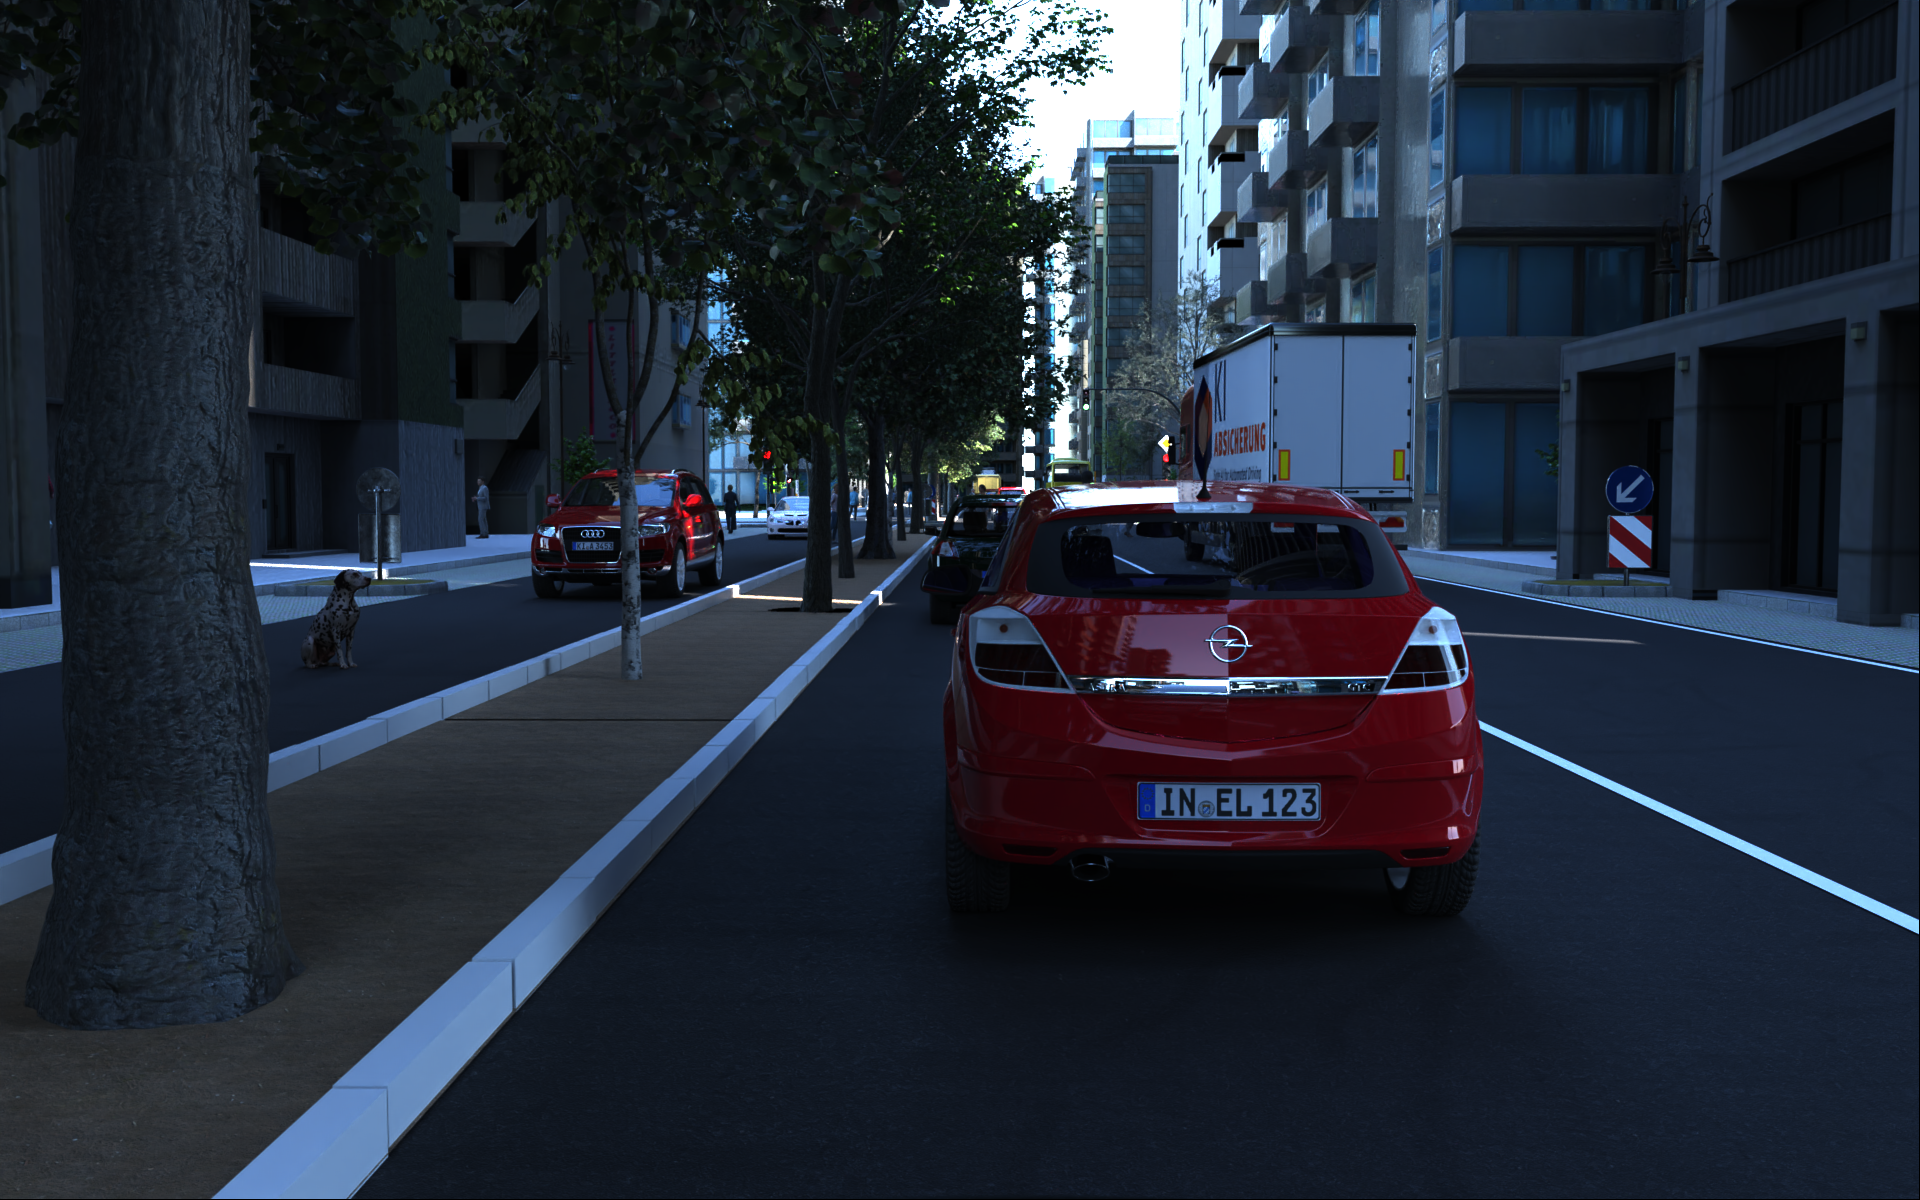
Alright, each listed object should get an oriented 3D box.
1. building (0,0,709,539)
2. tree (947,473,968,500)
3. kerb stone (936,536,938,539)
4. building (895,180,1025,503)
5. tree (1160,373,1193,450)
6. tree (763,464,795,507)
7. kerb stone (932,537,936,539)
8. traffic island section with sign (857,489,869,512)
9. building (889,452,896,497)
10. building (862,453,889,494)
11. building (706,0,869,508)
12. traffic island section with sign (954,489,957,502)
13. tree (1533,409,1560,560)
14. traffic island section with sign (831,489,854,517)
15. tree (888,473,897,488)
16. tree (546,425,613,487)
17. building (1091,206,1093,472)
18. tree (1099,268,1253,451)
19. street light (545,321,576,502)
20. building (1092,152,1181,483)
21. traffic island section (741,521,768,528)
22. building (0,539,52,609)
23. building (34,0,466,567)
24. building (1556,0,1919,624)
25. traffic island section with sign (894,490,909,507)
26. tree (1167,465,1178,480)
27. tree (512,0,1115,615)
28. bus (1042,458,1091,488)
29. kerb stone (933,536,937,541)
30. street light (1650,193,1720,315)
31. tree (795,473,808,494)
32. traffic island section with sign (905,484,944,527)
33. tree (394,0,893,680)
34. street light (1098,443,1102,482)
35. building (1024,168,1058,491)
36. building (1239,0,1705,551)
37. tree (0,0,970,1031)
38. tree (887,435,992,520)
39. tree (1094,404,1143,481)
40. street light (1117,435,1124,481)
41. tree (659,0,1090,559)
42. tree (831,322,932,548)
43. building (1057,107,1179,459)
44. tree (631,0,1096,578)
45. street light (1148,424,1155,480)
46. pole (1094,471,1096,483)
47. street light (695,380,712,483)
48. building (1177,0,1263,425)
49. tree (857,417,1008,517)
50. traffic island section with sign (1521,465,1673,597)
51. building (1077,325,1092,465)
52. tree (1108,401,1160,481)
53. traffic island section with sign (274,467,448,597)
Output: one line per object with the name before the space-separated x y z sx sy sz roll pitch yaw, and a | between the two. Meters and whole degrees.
building | -21.399 -26.834 62.438 21.600 48.544 21.300 0 4 1
tree | -0.969 -11.243 136.639 4.737 8.622 4.395 0 3 0
kerb stone | -0.771 -1.726 50.410 0.120 0.150 1.000 0 4 1
building | -1.643 -38.371 251.059 21.600 48.544 21.300 0 4 1
tree | 14.843 -9.453 104.913 4.360 8.622 3.978 0 3 0
tree | -11.423 -6.856 106.701 1.663 3.219 1.824 0 3 0
kerb stone | -0.800 -1.600 48.362 0.120 0.150 1.000 0 4 1
traffic island section with sign | -7.293 -7.712 134.725 1.989 1.847 2.006 0 4 1
building | -19.082 -48.006 223.150 20.611 71.187 20.563 0 4 1
building | -15.488 -31.290 195.192 14.154 41.232 14.086 0 4 1
building | -20.277 -33.819 172.550 23.786 49.044 30.456 0 4 1
traffic island section with sign | -0.613 -9.135 157.490 2.006 1.907 1.989 0 4 1
tree | 12.110 -2.394 33.737 1.663 3.219 1.824 0 3 0
traffic island section with sign | -7.602 -6.042 107.407 1.989 1.847 2.006 0 4 1
tree | -9.071 -13.674 207.280 4.285 4.588 4.351 0 3 0
tree | -10.498 -3.310 48.718 1.663 3.219 1.824 0 3 0
building | 19.565 -24.177 166.994 14.160 30.474 14.107 0 4 1
tree | 12.533 -11.200 93.497 12.009 13.543 11.850 0 3 0
street light | -10.648 -4.497 46.318 0.468 5.910 1.993 0 4 1
building | 19.278 -23.159 150.353 14.160 30.474 14.107 0 4 1
traffic island section | -8.297 -3.212 74.792 2.009 0.180 2.903 0 4 1
building | -21.358 -23.527 8.368 21.300 48.544 21.600 0 4 1
building | -19.192 -16.086 34.703 14.160 30.474 14.107 0 4 1
building | 19.955 -35.343 16.104 20.563 71.187 20.611 0 4 1
traffic island section with sign | -6.725 -10.795 185.122 1.989 1.847 2.006 0 4 1
tree | 14.270 -7.409 115.736 1.663 3.219 1.824 0 3 0
tree | -1.620 -5.646 20.524 9.928 11.665 9.643 0 3 0
bus | 7.170 -7.626 116.229 2.896 3.916 12.252 0 4 1
kerb stone | -0.787 -1.663 49.384 0.120 0.150 1.000 0 4 1
street light | 11.228 -3.314 26.979 0.468 5.910 1.993 0 4 1
tree | -12.525 -8.366 131.382 1.663 3.219 1.824 0 3 0
traffic island section with sign | -1.545 -4.086 74.950 2.006 1.907 1.989 0 4 1
tree | -2.490 -3.670 12.832 4.737 8.622 4.395 0 3 0
street light | 12.711 -11.257 156.841 0.468 5.910 1.993 0 4 1
building | 24.597 -38.631 251.230 30.456 49.044 23.786 0 4 1
building | 20.475 -26.339 50.247 23.786 49.044 30.456 0 4 1
tree | -2.285 -5.841 4.613 9.857 13.997 8.962 0 3 0
tree | -1.446 -10.710 95.700 7.486 12.596 7.792 0 3 0
tree | 12.884 -11.479 138.049 4.737 8.622 4.395 0 3 0
street light | 12.418 -9.853 133.881 0.468 5.910 1.993 0 4 1
tree | -1.839 -7.252 38.033 9.611 12.733 9.660 0 3 0
tree | -1.884 -5.705 46.094 4.360 8.622 3.978 0 3 0
building | 25.237 -36.582 217.722 23.786 49.044 30.456 0 4 1
tree | -1.897 -5.660 29.408 8.767 10.594 7.601 0 4 1
street light | 12.238 -8.422 110.485 0.468 5.910 1.993 0 4 1
pole | 12.089 -9.856 154.982 0.158 3.312 0.155 0 3 0
street light | -10.369 -5.952 70.095 0.468 5.910 1.993 0 4 1
building | 30.113 -32.491 120.468 28.713 52.752 27.495 0 4 1
tree | -1.281 -11.810 105.918 12.009 13.543 11.850 0 3 0
traffic island section with sign | 9.185 -0.989 24.792 1.989 1.847 2.006 0 4 1
building | 27.369 -21.016 188.644 27.650 21.520 28.899 0 4 1
tree | 13.056 -10.661 124.676 4.360 8.622 3.978 0 3 0
traffic island section with sign | -8.531 -1.001 24.990 1.989 1.847 2.006 0 4 1
